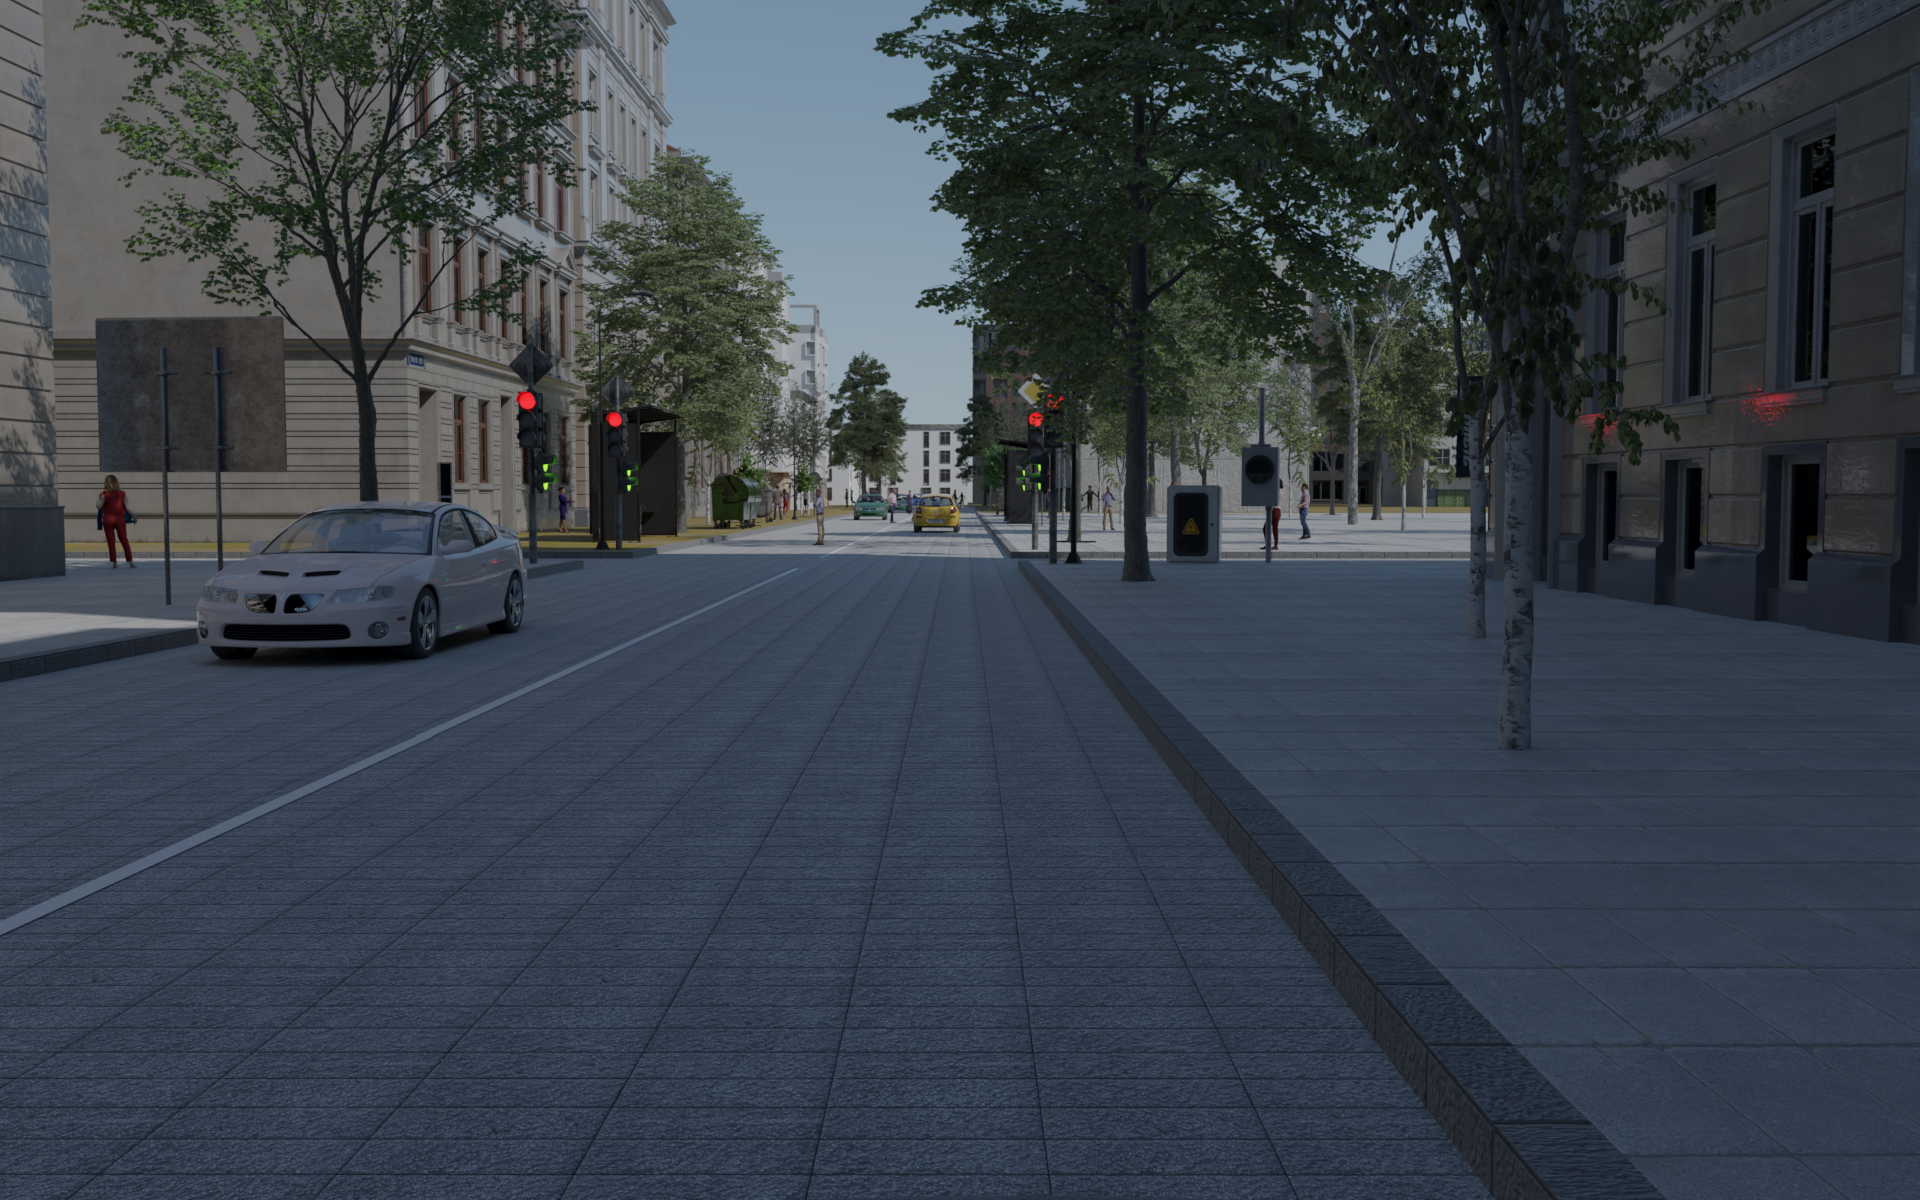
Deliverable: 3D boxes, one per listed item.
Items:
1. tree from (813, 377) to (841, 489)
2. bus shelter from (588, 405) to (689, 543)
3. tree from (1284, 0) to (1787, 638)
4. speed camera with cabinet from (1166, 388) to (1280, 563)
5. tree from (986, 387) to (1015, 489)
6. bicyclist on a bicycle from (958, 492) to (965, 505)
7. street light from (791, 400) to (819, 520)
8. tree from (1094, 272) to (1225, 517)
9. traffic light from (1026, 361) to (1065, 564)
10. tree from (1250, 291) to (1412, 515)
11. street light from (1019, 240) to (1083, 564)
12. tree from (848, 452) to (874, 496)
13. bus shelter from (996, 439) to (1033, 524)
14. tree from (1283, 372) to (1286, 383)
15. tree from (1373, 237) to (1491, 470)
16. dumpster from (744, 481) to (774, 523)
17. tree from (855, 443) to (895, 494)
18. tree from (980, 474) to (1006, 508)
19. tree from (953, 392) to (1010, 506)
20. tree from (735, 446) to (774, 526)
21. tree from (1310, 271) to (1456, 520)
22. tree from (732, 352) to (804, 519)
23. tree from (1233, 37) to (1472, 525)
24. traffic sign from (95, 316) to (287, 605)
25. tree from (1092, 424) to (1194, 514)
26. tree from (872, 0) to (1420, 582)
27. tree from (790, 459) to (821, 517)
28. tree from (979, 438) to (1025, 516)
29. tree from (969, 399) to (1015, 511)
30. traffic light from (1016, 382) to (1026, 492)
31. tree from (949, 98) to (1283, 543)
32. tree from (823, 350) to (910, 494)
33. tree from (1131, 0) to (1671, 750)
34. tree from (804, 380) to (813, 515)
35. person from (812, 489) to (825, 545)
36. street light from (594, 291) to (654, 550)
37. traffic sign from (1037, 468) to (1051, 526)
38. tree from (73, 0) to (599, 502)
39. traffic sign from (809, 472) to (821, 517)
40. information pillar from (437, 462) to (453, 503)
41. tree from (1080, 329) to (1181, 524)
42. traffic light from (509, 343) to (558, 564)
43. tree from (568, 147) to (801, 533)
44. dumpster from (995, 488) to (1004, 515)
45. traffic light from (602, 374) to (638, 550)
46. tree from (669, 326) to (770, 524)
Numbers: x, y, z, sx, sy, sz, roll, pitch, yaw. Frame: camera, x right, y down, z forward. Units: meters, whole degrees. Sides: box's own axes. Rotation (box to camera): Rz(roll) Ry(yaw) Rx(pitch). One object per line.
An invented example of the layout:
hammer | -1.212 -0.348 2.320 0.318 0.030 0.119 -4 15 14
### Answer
tree | -9.299 -9.515 105.931 4.360 8.622 3.978 0 3 0
bus shelter | -8.971 -3.519 48.812 1.731 3.624 6.357 0 3 0
tree | 4.616 -3.954 15.017 4.737 8.622 4.395 0 3 0
speed camera with cabinet | 4.901 -2.319 32.247 2.038 3.252 0.660 1 4 14
tree | 3.474 -9.991 113.712 4.360 8.622 3.978 0 3 0
bicyclist on a bicycle | 0.175 -9.299 162.064 1.499 1.676 1.625 0 4 1
street light | -7.690 -6.943 86.067 1.470 5.913 1.316 0 3 0
tree | 10.737 -11.475 95.042 7.806 13.903 7.818 0 3 0
traffic light | 1.700 -2.607 31.870 0.839 4.213 0.868 0 3 0
tree | 22.427 -11.858 104.251 12.009 13.543 11.850 0 3 0
street light | 1.559 -3.628 31.856 1.470 5.913 1.316 0 3 0
tree | -9.052 -12.834 160.200 4.737 8.622 4.395 0 3 0
bus shelter | 2.513 -5.215 76.540 1.731 3.624 6.357 0 4 0
tree | 11.590 -9.591 82.566 9.928 11.665 9.643 0 3 0
tree | 16.748 -7.347 54.538 7.601 10.594 8.767 0 4 -4
dumpster | -9.046 -4.385 77.449 1.264 1.857 1.865 0 3 0
tree | -8.371 -13.496 171.015 4.360 8.622 3.978 0 3 0
tree | 3.108 -9.236 145.608 1.663 3.219 1.824 0 3 0
tree | 2.613 -15.964 183.064 6.751 12.117 7.091 0 3 0
tree | -8.486 -4.551 69.006 1.663 3.219 1.824 0 3 0
tree | 20.561 -9.960 84.893 6.751 12.117 7.091 0 3 0
tree | -10.331 -8.536 89.930 4.360 8.622 3.978 0 3 0
tree | 17.498 -13.155 70.976 12.611 20.169 13.585 0 3 0
traffic sign | -8.858 -1.595 19.958 2.265 3.308 0.079 0 4 6
tree | 11.737 -10.821 111.339 7.601 10.594 8.767 0 4 5
tree | 2.676 -6.522 24.767 7.486 12.596 7.792 0 3 0
tree | -8.622 -6.172 95.512 1.663 3.219 1.824 0 3 0
tree | 2.621 -7.240 102.089 4.285 4.588 4.351 0 3 0
tree | 2.517 -11.246 134.227 4.737 8.622 4.395 0 3 0
traffic light | 1.709 -3.095 39.855 0.839 4.213 0.868 0 3 0
tree | 3.128 -7.316 45.368 9.928 11.665 9.643 0 3 0
tree | -8.269 -15.004 152.737 7.806 13.903 7.818 0 3 0
tree | 2.562 -3.553 8.459 4.360 8.622 3.978 0 3 0
tree | -11.105 -9.185 100.532 4.360 8.622 3.978 0 3 0
person | -3.970 -2.327 48.614 0.319 1.574 0.516 1 4 16
street light | -7.702 -4.110 39.740 1.470 5.913 1.316 0 3 0
traffic sign | 3.322 -4.283 70.027 0.884 2.594 0.081 0 4 5
tree | -9.095 -6.135 26.060 9.928 11.665 9.643 0 3 0
traffic sign | -8.242 -5.973 97.759 0.768 2.556 0.104 0 4 4
information pillar | -11.894 -2.173 40.016 0.304 2.012 0.304 -2 4 -24
tree | 6.891 -7.481 72.681 4.737 8.622 4.395 0 3 0
traffic light | -7.861 -2.607 31.865 0.839 4.213 0.868 0 3 0
tree | -8.871 -8.513 57.319 7.486 12.596 7.792 0 3 0
dumpster | 2.819 -6.189 106.950 1.264 1.857 1.865 0 3 0
traffic light | -7.852 -3.095 39.850 0.839 4.213 0.868 0 3 0
tree | -10.591 -7.525 73.392 4.737 8.622 4.395 0 3 0
